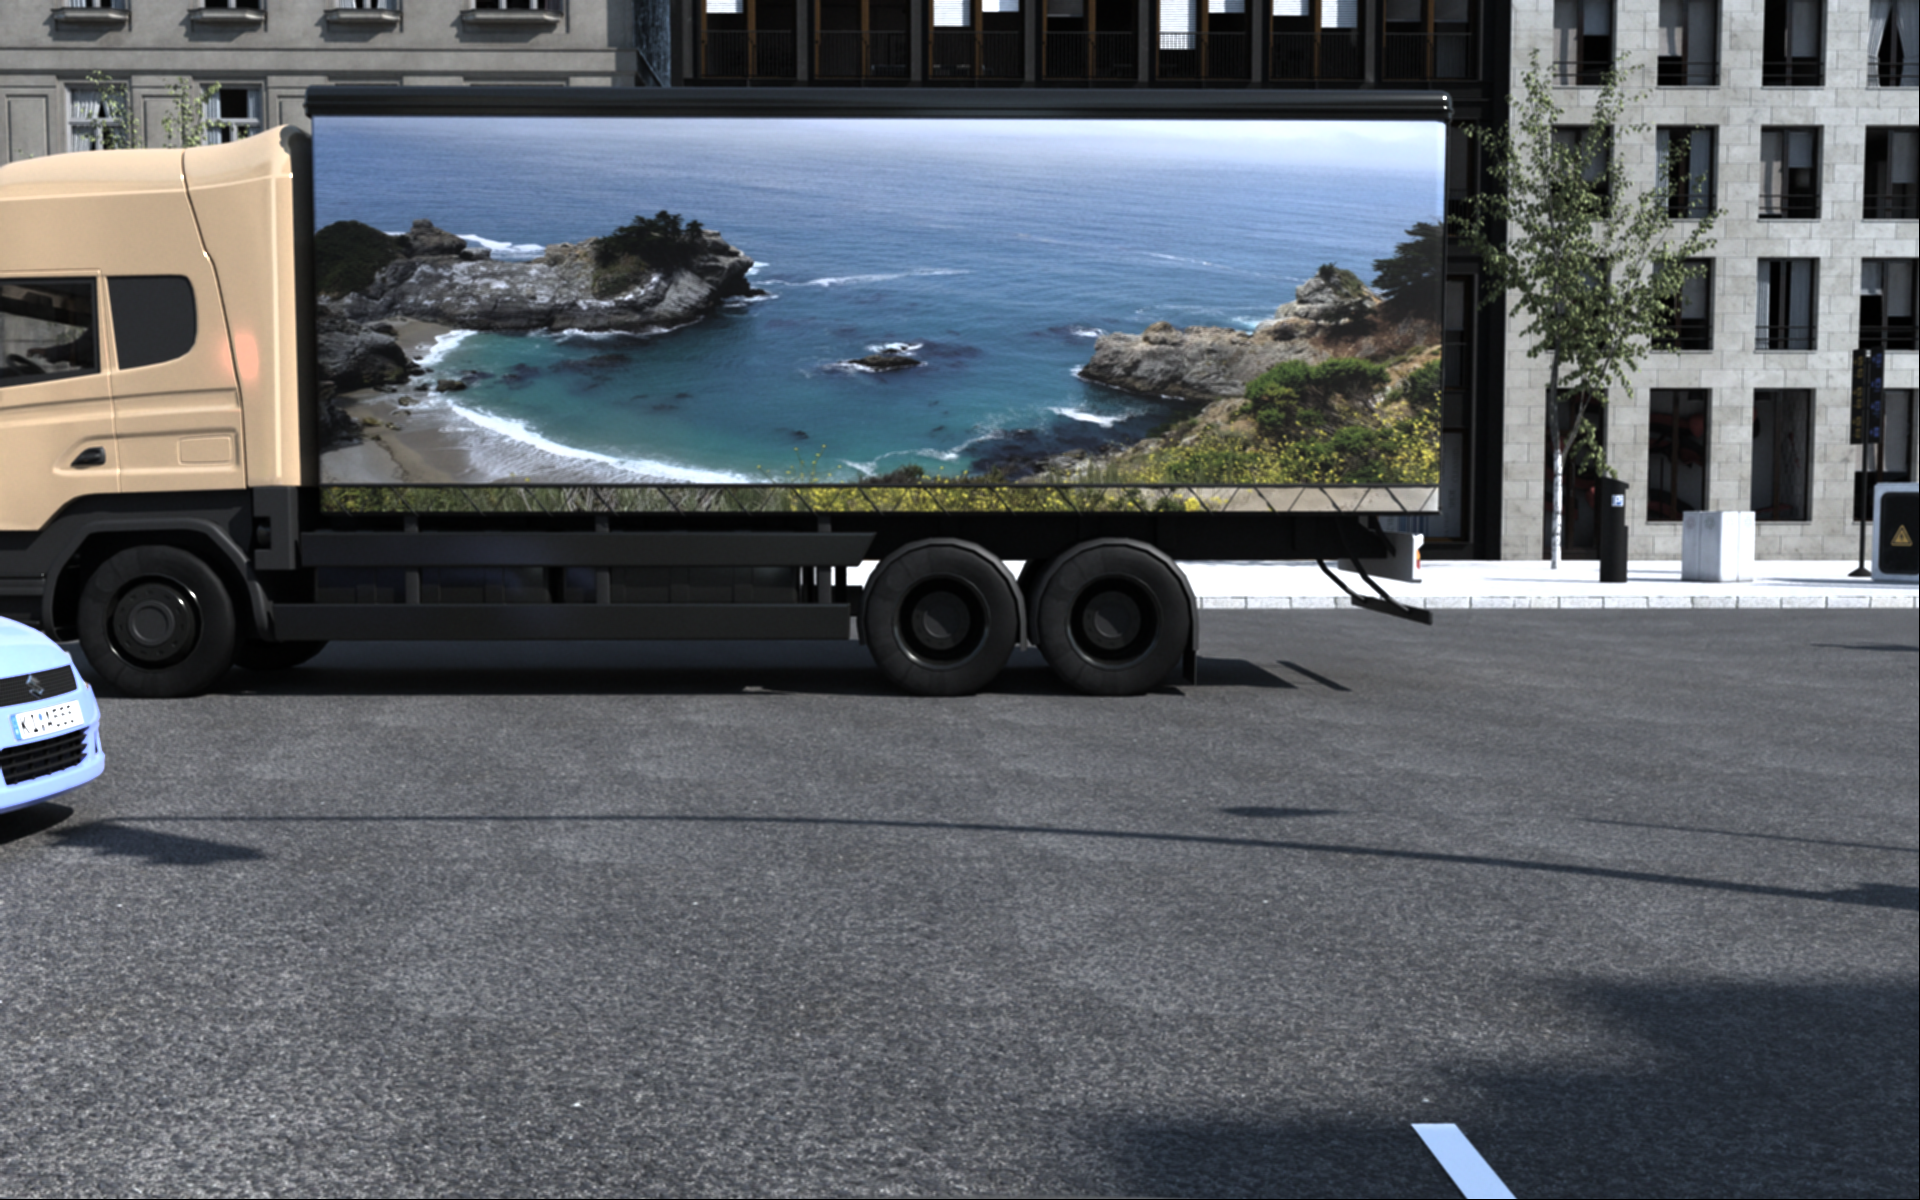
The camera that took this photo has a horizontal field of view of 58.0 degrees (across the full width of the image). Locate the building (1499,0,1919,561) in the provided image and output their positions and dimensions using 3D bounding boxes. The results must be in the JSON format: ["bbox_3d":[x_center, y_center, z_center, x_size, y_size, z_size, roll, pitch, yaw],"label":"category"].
[{"bbox_3d":[18.736,-11.206,37.977,16.860,20.320,10.420,0,4,-1],"label":"building"}]

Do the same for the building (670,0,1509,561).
[{"bbox_3d":[2.377,-12.782,38.659,15.834,23.373,12.332,0,4,-1],"label":"building"}]

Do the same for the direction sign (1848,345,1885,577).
[{"bbox_3d":[14.041,-2.133,26.872,0.379,3.537,0.876,0,4,0],"label":"direction sign"}]

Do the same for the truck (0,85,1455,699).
[{"bbox_3d":[-2.232,-1.484,13.172,11.283,4.237,2.839,0,4,-1],"label":"truck"}]

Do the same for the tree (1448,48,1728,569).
[{"bbox_3d":[10.380,-4.821,29.181,4.737,8.622,4.395,0,3,0],"label":"tree"}]

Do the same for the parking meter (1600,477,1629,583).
[{"bbox_3d":[9.505,-1.024,25.155,0.372,1.533,0.369,0,3,0],"label":"parking meter"}]

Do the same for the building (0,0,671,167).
[{"bbox_3d":[-20.594,-12.659,40.251,30.059,22.955,16.112,0,4,-1],"label":"building"}]

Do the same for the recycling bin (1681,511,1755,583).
[{"bbox_3d":[11.104,-0.784,25.374,0.722,1.027,0.722,-2,4,-25],"label":"recycling bin"}]

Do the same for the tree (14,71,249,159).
[{"bbox_3d":[-13.729,-4.855,29.747,4.737,8.622,4.395,0,3,0],"label":"tree"}]

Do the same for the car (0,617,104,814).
[{"bbox_3d":[-5.550,0.153,7.095,3.694,1.707,1.945,0,4,0],"label":"car"}]

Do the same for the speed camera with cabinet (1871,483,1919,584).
[{"bbox_3d":[14.078,-1.847,24.529,0.660,3.252,2.038,-2,4,-31],"label":"speed camera with cabinet"}]
